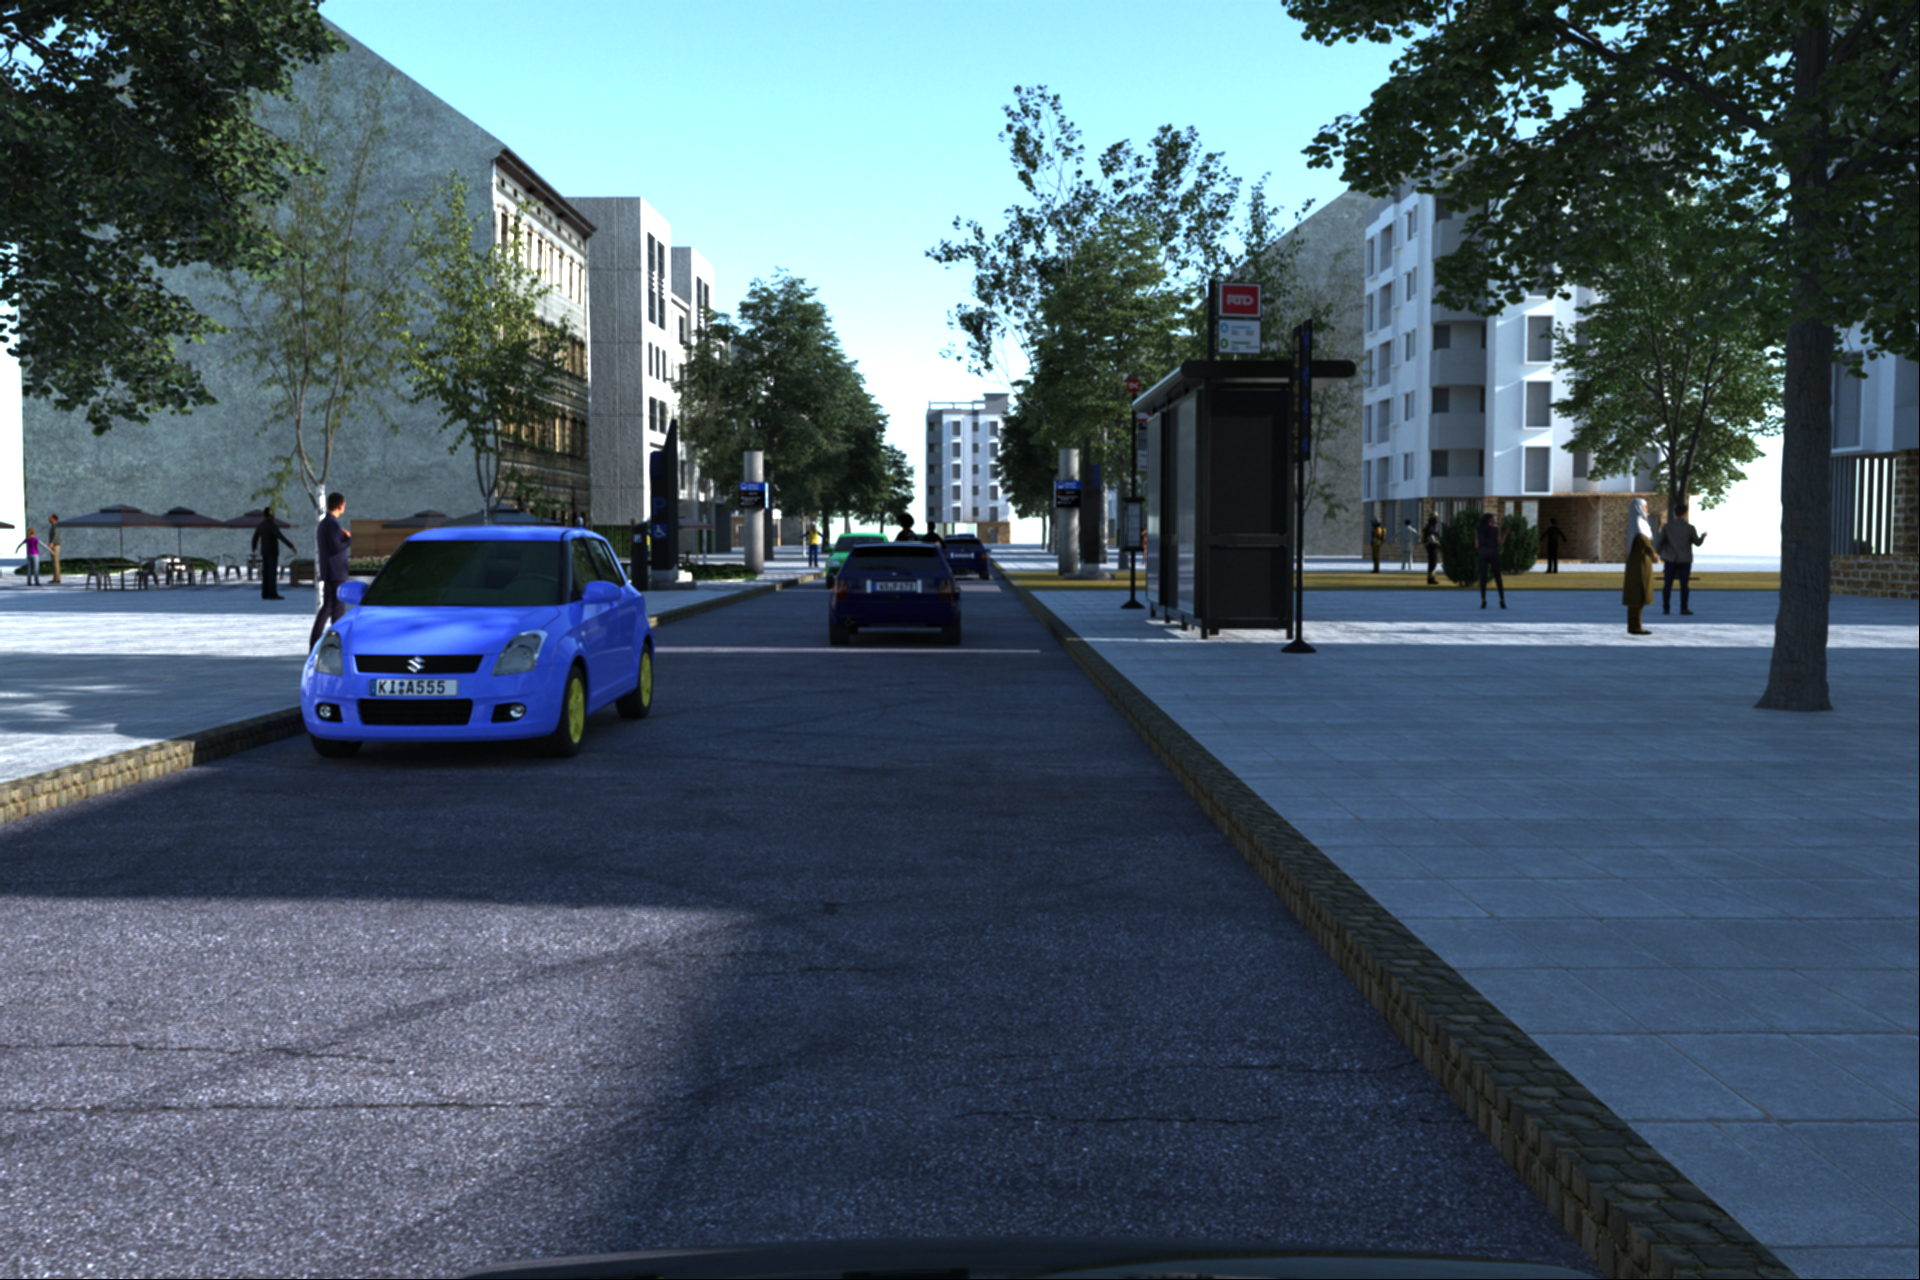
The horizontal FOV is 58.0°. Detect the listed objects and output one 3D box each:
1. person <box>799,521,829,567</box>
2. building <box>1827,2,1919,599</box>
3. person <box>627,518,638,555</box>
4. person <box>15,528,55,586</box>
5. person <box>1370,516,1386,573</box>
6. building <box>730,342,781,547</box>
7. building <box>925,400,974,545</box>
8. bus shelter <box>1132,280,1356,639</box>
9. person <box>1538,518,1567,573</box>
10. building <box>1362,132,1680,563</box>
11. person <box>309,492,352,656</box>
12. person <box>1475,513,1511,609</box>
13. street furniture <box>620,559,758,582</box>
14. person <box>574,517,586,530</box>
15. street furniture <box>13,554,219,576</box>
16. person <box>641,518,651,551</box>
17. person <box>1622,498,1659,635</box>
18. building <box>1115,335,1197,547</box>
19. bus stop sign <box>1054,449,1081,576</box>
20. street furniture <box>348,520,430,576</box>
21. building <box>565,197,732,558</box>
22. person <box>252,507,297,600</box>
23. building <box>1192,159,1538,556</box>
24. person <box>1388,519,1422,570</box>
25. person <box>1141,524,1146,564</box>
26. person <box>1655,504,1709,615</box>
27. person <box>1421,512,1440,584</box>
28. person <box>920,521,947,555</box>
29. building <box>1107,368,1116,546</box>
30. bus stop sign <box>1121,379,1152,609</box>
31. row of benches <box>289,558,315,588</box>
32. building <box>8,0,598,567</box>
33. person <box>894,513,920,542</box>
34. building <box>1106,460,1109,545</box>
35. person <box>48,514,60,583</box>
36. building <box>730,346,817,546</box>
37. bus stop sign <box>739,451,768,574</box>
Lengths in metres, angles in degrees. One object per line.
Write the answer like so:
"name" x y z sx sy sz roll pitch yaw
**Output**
"person" -5.671 -3.718 67.252 1.216 1.772 0.721 -2 4 -25
"building" 23.650 -10.971 35.796 16.016 20.090 11.380 0 4 0
"person" -10.716 -3.111 56.998 0.705 1.813 1.348 -1 4 -22
"person" -22.861 -2.049 42.764 0.991 1.433 0.599 0 4 2
"person" 13.626 -3.124 56.845 0.705 1.858 1.354 1 4 15
"building" -24.036 -19.272 171.520 16.016 20.090 11.380 0 4 -1
"building" -4.389 -23.040 235.585 11.380 20.090 16.016 0 4 -1
"bus shelter" 3.735 -2.908 25.172 2.179 5.291 8.768 0 3 0
"person" 19.298 -3.075 56.460 1.347 1.806 0.705 -2 4 -24
"building" 25.940 -14.167 88.046 16.016 20.090 11.380 0 4 0
"person" -6.472 -0.669 17.906 0.530 1.710 0.541 -1 4 -20
"person" 9.179 -1.368 29.875 0.593 1.643 0.415 -1 4 -17
"street furniture" -8.950 -1.913 46.897 5.734 0.657 10.072 1 4 13
"person" -12.223 -3.036 55.771 0.704 1.817 1.347 3 4 38
"street furniture" -28.113 -2.580 57.804 5.734 0.657 10.072 -1 4 -16
"person" -11.148 -3.381 61.254 1.349 1.833 0.705 3 5 44
"person" 8.774 -0.943 22.194 0.721 1.736 1.217 1 4 12
"building" 24.380 -18.087 162.184 16.747 18.905 31.486 0 3 0
"bus stop sign" 3.363 -3.957 53.714 0.837 3.901 0.837 0 4 1
"street furniture" -18.099 -2.971 55.429 9.812 1.723 11.010 0 4 -6
"building" -24.834 -14.708 106.933 16.747 18.905 31.486 0 4 1
"person" -13.530 -1.710 34.017 1.348 1.821 0.705 2 4 33
"building" 25.393 -17.026 109.305 19.493 23.208 18.063 0 4 0
"person" 16.116 -3.437 62.383 1.347 1.806 0.705 1 4 19
"person" 7.953 -4.140 74.493 1.217 1.733 0.721 -2 4 -34
"person" 11.561 -1.294 27.732 0.617 1.759 0.750 3 5 44
"person" 12.107 -2.353 44.256 0.705 1.856 1.354 1 4 18
"person" -0.763 -1.999 41.870 1.216 1.740 0.721 -3 5 -43
"building" 21.741 -20.709 195.013 16.016 20.090 11.380 0 4 0
"bus stop sign" 3.205 -2.515 29.817 0.855 3.939 0.416 0 3 0
"row of benches" -16.311 -1.695 43.169 1.422 0.672 4.104 -1 4 -23
"building" -27.483 -15.014 76.405 19.493 23.208 18.063 0 4 -1
"person" -1.078 -1.514 33.362 0.704 1.843 1.345 2 4 33
"building" 22.316 -21.750 212.036 16.016 20.090 11.380 0 4 0
"person" -23.619 -2.376 45.127 0.705 1.796 1.348 -2 4 -28
"building" -26.761 -22.594 200.339 19.493 23.208 18.063 0 4 1
"bus stop sign" -6.584 -4.053 55.283 0.837 3.901 0.837 0 4 -1
